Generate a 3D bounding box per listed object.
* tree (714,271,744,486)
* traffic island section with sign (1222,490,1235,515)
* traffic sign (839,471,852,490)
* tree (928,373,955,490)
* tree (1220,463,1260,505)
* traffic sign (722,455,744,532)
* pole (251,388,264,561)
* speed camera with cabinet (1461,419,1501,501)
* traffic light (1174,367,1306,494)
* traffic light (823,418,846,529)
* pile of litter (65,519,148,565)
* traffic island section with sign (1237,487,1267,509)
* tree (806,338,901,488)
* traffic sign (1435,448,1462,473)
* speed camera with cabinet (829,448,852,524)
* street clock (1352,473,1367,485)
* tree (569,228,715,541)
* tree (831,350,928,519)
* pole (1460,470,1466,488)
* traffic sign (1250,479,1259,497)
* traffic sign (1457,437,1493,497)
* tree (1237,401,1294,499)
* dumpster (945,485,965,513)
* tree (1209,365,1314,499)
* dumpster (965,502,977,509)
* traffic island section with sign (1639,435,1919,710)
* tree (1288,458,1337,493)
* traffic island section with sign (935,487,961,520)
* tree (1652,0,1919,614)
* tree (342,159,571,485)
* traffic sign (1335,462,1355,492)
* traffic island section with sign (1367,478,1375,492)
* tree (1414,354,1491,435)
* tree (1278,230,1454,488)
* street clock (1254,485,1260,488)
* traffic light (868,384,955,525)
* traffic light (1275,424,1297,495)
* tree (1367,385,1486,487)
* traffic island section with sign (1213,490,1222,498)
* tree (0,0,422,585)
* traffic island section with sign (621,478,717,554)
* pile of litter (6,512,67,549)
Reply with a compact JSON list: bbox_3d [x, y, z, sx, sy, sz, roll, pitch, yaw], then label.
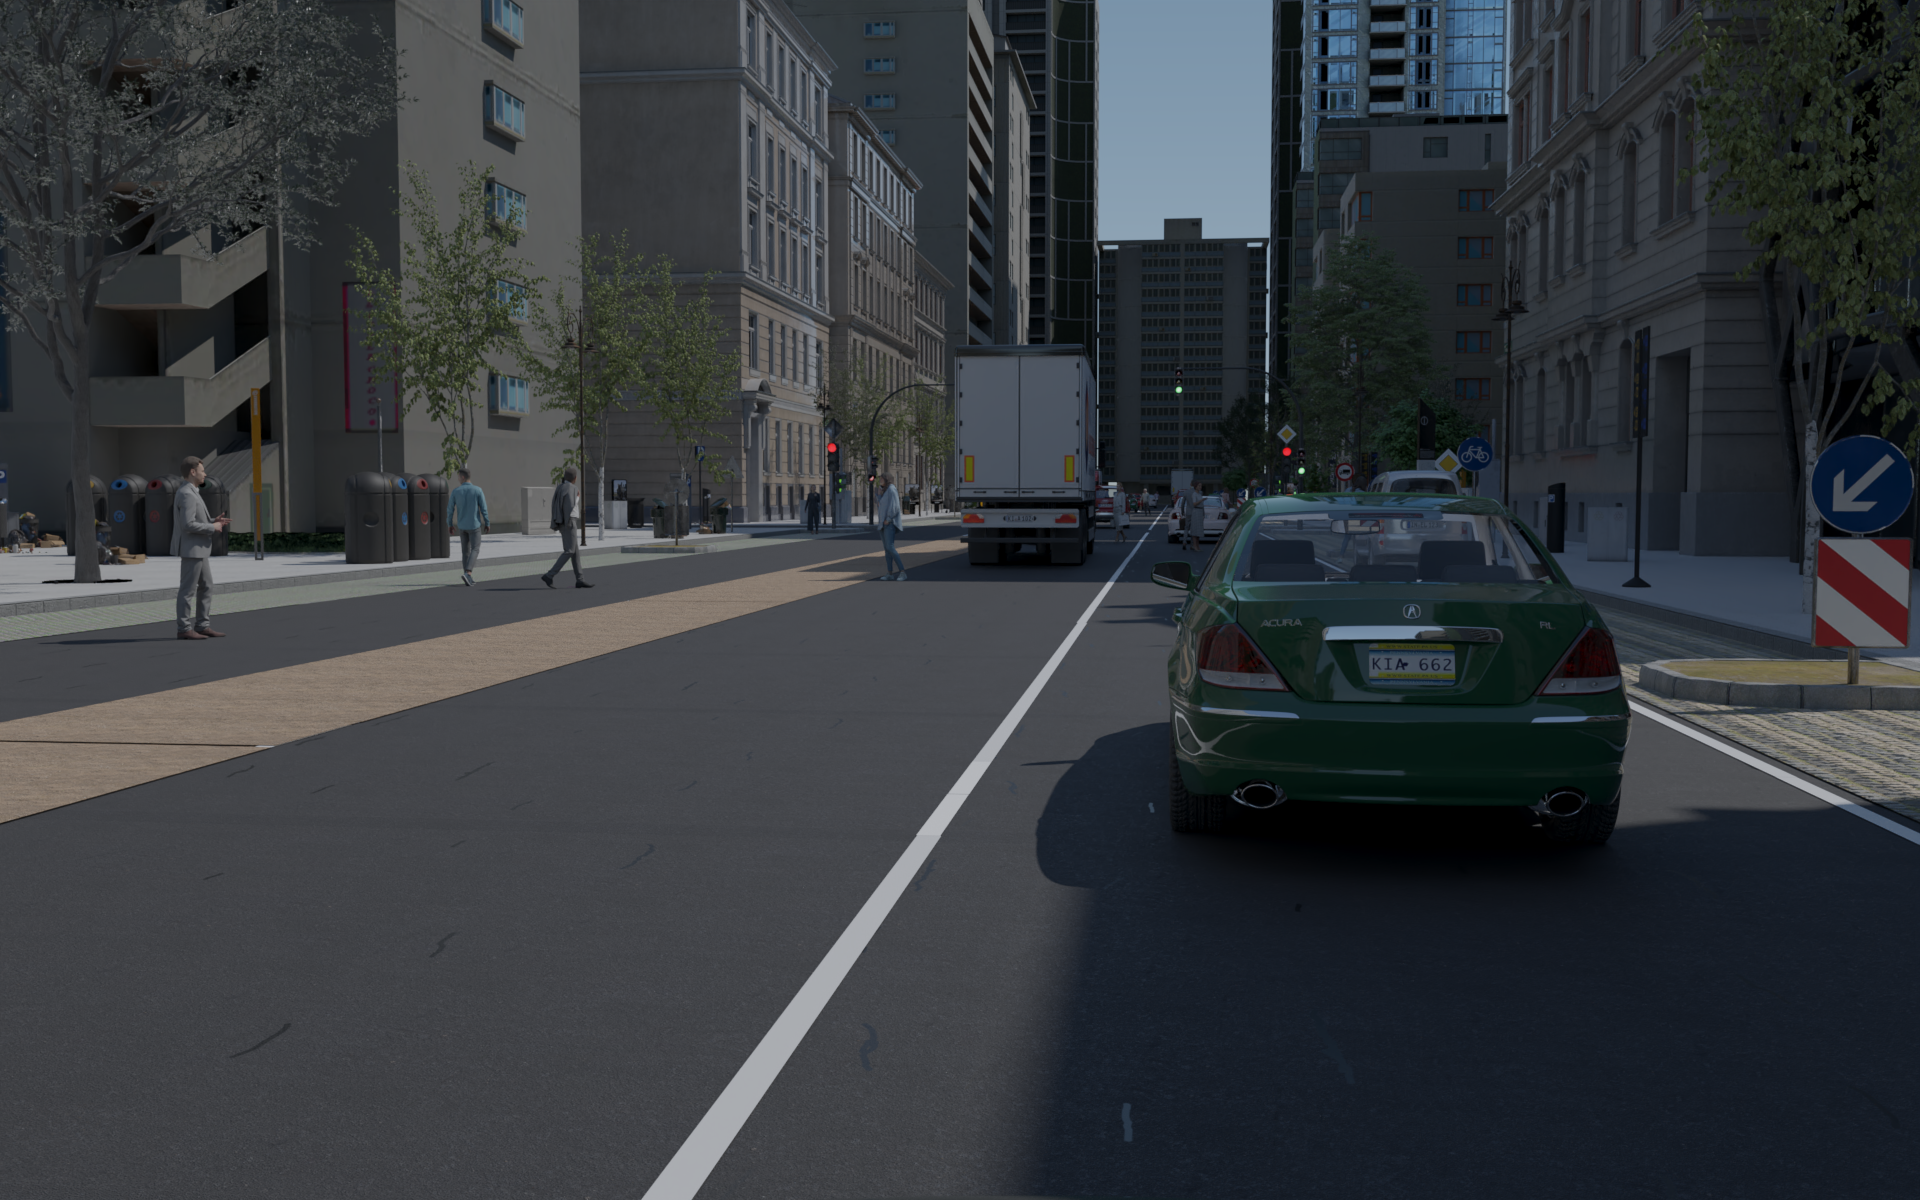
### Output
[{"bbox_3d":[-8.453,-6.271,52.897,4.737,8.622,4.395,0,3,0],"label":"tree"},{"bbox_3d":[19.535,-6.876,121.043,1.989,1.847,2.006,0,4,7],"label":"traffic island section with sign"},{"bbox_3d":[-5.176,-4.659,78.307,0.606,2.300,0.079,1,4,11],"label":"traffic sign"},{"bbox_3d":[-1.739,-9.369,103.551,4.737,8.622,4.395,0,3,0],"label":"tree"},{"bbox_3d":[32.338,-13.487,204.227,4.285,4.588,4.351,0,3,0],"label":"tree"},{"bbox_3d":[-7.671,-3.559,58.188,0.884,2.594,0.081,1,4,15],"label":"traffic sign"},{"bbox_3d":[-13.565,-2.421,33.422,0.158,3.312,0.155,0,3,0],"label":"pole"},{"bbox_3d":[13.912,-3.186,46.427,0.660,3.252,2.038,0,4,2],"label":"speed camera with cabinet"},{"bbox_3d":[10.050,-5.339,61.967,4.771,5.953,1.251,0,4,7],"label":"traffic light"},{"bbox_3d":[-4.647,-4.587,63.916,0.839,4.253,0.868,0,4,7],"label":"traffic light"},{"bbox_3d":[-15.616,-1.100,31.951,1.176,0.858,1.719,-1,4,-15],"label":"pile of litter"},{"bbox_3d":[16.204,-5.240,94.294,1.989,1.847,2.006,0,4,7],"label":"traffic island section with sign"},{"bbox_3d":[-5.222,-8.037,81.767,4.360,8.622,3.978,0,3,0],"label":"tree"},{"bbox_3d":[12.296,-2.598,43.661,0.795,2.450,0.064,1,4,15],"label":"traffic sign"},{"bbox_3d":[-5.193,-4.943,75.160,0.660,3.252,2.038,1,4,9],"label":"speed camera with cabinet"},{"bbox_3d":[13.686,-3.355,59.424,0.358,2.002,0.471,-3,4,-39],"label":"street clock"},{"bbox_3d":[-10.115,-5.950,47.647,4.737,8.622,4.395,0,3,0],"label":"tree"},{"bbox_3d":[-4.468,-8.443,88.403,4.737,8.622,4.395,0,3,0],"label":"tree"},{"bbox_3d":[16.409,-3.834,56.524,0.158,3.312,0.155,0,3,0],"label":"pole"},{"bbox_3d":[24.106,-8.669,141.838,0.768,2.556,0.104,0,4,8],"label":"traffic sign"},{"bbox_3d":[11.469,-2.356,38.632,0.768,2.556,0.104,1,4,11],"label":"traffic sign"},{"bbox_3d":[24.373,-11.372,136.286,4.737,8.622,4.395,0,3,0],"label":"tree"},{"bbox_3d":[-0.331,-6.764,116.355,1.264,1.857,1.865,0,4,7],"label":"dumpster"},{"bbox_3d":[22.632,-11.753,126.568,8.767,10.594,7.601,1,4,16],"label":"tree"},{"bbox_3d":[0.537,-7.357,122.779,1.502,2.255,1.985,0,4,7],"label":"dumpster"},{"bbox_3d":[6.020,-0.229,12.376,1.989,1.847,2.006,0,4,7],"label":"traffic island section with sign"},{"bbox_3d":[16.918,-5.400,82.888,1.663,3.219,1.824,0,3,0],"label":"tree"},{"bbox_3d":[-0.281,-5.387,96.708,1.989,1.847,2.006,0,4,7],"label":"traffic island section with sign"},{"bbox_3d":[9.166,-4.142,18.088,4.737,8.622,4.395,0,3,0],"label":"tree"},{"bbox_3d":[-10.979,-5.319,37.333,4.737,8.622,4.395,0,3,0],"label":"tree"},{"bbox_3d":[15.480,-4.258,69.720,0.768,2.556,0.104,1,4,17],"label":"traffic sign"},{"bbox_3d":[9.340,-1.865,39.127,1.989,1.847,2.006,0,4,7],"label":"traffic island section with sign"},{"bbox_3d":[25.363,-8.569,90.472,4.360,8.622,3.978,0,3,0],"label":"tree"},{"bbox_3d":[17.519,-9.594,74.985,7.486,12.596,7.792,0,3,0],"label":"tree"},{"bbox_3d":[24.270,-8.371,141.438,0.358,2.002,0.471,-3,4,-38],"label":"street clock"},{"bbox_3d":[-1.573,-5.930,71.617,4.771,5.953,1.251,0,4,7],"label":"traffic light"},{"bbox_3d":[13.124,-4.945,69.774,0.839,4.253,0.868,0,4,7],"label":"traffic light"},{"bbox_3d":[13.965,-4.180,52.055,4.285,4.588,4.351,0,3,0],"label":"tree"},{"bbox_3d":[29.146,-11.592,198.153,1.989,1.847,2.006,0,4,7],"label":"traffic island section with sign"},{"bbox_3d":[-12.746,-6.988,24.622,12.009,13.543,11.850,0,3,0],"label":"tree"},{"bbox_3d":[-7.048,-2.066,42.410,1.989,1.847,2.006,0,4,7],"label":"traffic island section with sign"},{"bbox_3d":[-22.027,-1.680,41.426,1.176,0.858,1.719,2,4,28],"label":"pile of litter"}]
